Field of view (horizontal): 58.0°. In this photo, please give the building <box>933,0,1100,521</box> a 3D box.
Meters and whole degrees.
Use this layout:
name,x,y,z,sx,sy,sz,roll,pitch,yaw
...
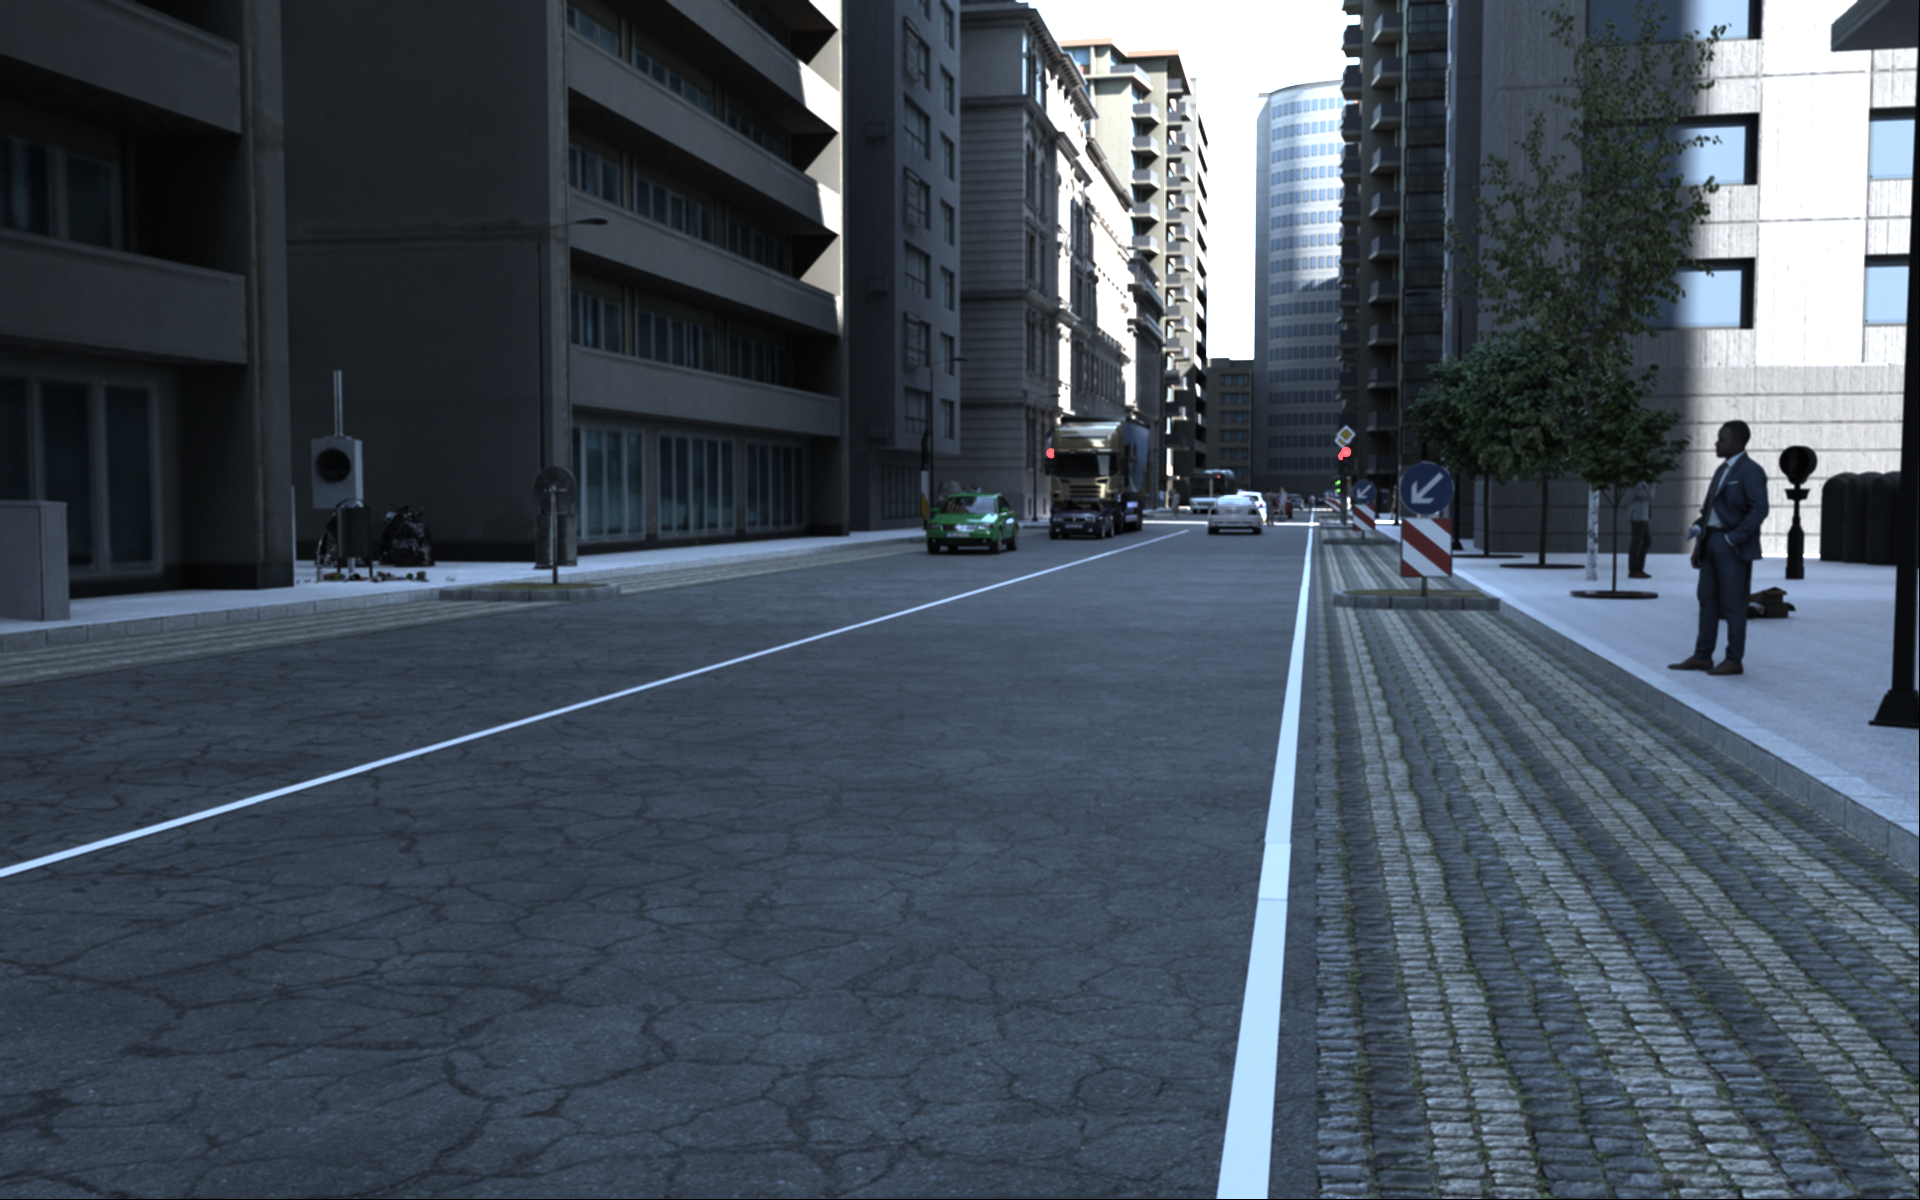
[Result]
name,x,y,z,sx,sy,sz,roll,pitch,yaw
building,-0.846,-18.671,92.655,14.401,28.519,23.554,1,4,12

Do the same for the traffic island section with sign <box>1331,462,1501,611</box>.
name,x,y,z,sx,sy,sz,roll,pitch,yaw
traffic island section with sign,5.828,-0.833,22.250,1.989,1.847,2.006,1,4,12

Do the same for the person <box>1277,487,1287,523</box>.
name,x,y,z,sx,sy,sz,roll,pitch,yaw
person,16.204,-4.795,86.994,0.391,1.810,0.635,-2,4,-27

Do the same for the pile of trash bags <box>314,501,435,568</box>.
name,x,y,z,sx,sy,sz,roll,pitch,yaw
pile of trash bags,-11.119,-1.288,30.817,3.447,1.369,1.912,-1,4,-13

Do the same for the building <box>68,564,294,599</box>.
name,x,y,z,sx,sy,sz,roll,pitch,yaw
building,-21.758,-23.893,14.360,21.300,48.544,21.600,1,4,12

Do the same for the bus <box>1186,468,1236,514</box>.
name,x,y,z,sx,sy,sz,roll,pitch,yaw
bus,18.955,-8.258,129.880,2.948,3.499,13.247,1,4,13

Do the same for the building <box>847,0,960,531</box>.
name,x,y,z,sx,sy,sz,roll,pitch,yaw
building,-7.578,-23.393,66.065,14.086,41.232,14.154,1,4,12

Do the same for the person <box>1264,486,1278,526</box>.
name,x,y,z,sx,sy,sz,roll,pitch,yaw
person,14.140,-4.255,78.424,0.532,1.782,0.716,-3,5,-42

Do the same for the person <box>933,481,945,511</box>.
name,x,y,z,sx,sy,sz,roll,pitch,yaw
person,-0.656,-3.416,62.480,0.593,1.750,0.643,1,4,16

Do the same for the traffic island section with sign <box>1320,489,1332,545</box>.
name,x,y,z,sx,sy,sz,roll,pitch,yaw
traffic island section with sign,11.350,-2.484,49.246,1.989,1.847,2.006,1,4,12

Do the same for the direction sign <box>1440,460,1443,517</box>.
name,x,y,z,sx,sy,sz,roll,pitch,yaw
direction sign,25.562,-6.090,91.567,0.876,3.537,0.379,-2,4,-24

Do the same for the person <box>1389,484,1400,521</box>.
name,x,y,z,sx,sy,sz,roll,pitch,yaw
person,20.861,-4.688,83.026,0.374,1.781,0.599,-1,4,-21

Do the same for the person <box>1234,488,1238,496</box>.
name,x,y,z,sx,sy,sz,roll,pitch,yaw
person,15.487,-5.397,97.296,0.362,1.759,0.519,1,4,16

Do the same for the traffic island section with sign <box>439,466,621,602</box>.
name,x,y,z,sx,sy,sz,roll,pitch,yaw
traffic island section with sign,-5.801,-0.933,23.878,1.989,1.847,2.006,1,4,12

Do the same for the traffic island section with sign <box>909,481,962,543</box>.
name,x,y,z,sx,sy,sz,roll,pitch,yaw
traffic island section with sign,-0.315,-2.573,50.696,1.989,1.847,2.006,1,4,12

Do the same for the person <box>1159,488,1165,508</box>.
name,x,y,z,sx,sy,sz,roll,pitch,yaw
person,18.021,-9.076,154.697,0.793,1.790,0.793,2,4,34

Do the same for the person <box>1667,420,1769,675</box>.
name,x,y,z,sx,sy,sz,roll,pitch,yaw
person,5.467,-0.375,12.363,0.419,1.800,0.721,-1,4,-12

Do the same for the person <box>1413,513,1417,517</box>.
name,x,y,z,sx,sy,sz,roll,pitch,yaw
person,18.086,-3.791,68.122,0.850,1.850,0.679,3,4,37

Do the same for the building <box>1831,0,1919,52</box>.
name,x,y,z,sx,sy,sz,roll,pitch,yaw
building,21.211,-25.436,5.119,28.713,52.752,27.495,1,4,12

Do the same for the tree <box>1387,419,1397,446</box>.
name,x,y,z,sx,sy,sz,roll,pitch,yaw
tree,29.569,-9.798,110.556,4.360,8.622,3.978,0,3,0

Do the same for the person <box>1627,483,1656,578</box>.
name,x,y,z,sx,sy,sz,roll,pitch,yaw
person,10.393,-1.235,26.423,0.473,1.802,0.592,2,4,33

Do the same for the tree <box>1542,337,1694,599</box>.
name,x,y,z,sx,sy,sz,roll,pitch,yaw
tree,8.154,-1.639,21.405,1.663,3.219,1.824,0,3,0

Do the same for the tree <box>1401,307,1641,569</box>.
name,x,y,z,sx,sy,sz,roll,pitch,yaw
tree,10.150,-2.848,30.275,4.285,4.588,4.351,0,3,0

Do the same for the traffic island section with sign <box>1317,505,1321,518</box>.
name,x,y,z,sx,sy,sz,roll,pitch,yaw
traffic island section with sign,22.245,-5.740,102.482,1.989,1.847,2.006,1,4,12

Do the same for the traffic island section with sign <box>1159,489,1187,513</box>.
name,x,y,z,sx,sy,sz,roll,pitch,yaw
traffic island section with sign,16.124,-7.485,131.004,1.989,1.847,2.006,1,4,12

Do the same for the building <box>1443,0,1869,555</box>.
name,x,y,z,sx,sy,sz,roll,pitch,yaw
building,24.658,-30.926,47.642,21.231,58.520,28.212,1,4,12

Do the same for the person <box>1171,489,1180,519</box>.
name,x,y,z,sx,sy,sz,roll,pitch,yaw
person,12.327,-5.495,99.097,0.466,1.731,0.760,0,4,4

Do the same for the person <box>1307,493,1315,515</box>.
name,x,y,z,sx,sy,sz,roll,pitch,yaw
person,24.211,-6.628,119.469,0.503,1.515,0.523,-1,4,-14

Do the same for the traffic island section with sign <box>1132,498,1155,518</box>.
name,x,y,z,sx,sy,sz,roll,pitch,yaw
traffic island section with sign,10.717,-5.870,104.595,1.989,1.847,2.006,1,4,12

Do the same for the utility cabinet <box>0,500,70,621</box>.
name,x,y,z,sx,sy,sz,roll,pitch,yaw
utility cabinet,-9.544,-0.407,17.812,1.020,1.237,0.306,3,4,37

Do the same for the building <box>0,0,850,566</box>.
name,x,y,z,sx,sy,sz,roll,pitch,yaw
building,-15.914,-25.665,43.324,21.300,48.544,21.600,1,4,12

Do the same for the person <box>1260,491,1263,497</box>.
name,x,y,z,sx,sy,sz,roll,pitch,yaw
person,33.910,-11.375,195.145,0.551,1.740,0.621,-1,4,-9

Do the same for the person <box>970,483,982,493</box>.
name,x,y,z,sx,sy,sz,roll,pitch,yaw
person,0.794,-4.551,80.709,0.793,1.790,0.793,-3,4,-36

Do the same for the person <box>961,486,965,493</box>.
name,x,y,z,sx,sy,sz,roll,pitch,yaw
person,0.067,-3.481,64.764,0.589,1.601,0.330,0,4,5

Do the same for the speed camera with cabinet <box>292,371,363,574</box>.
name,x,y,z,sx,sy,sz,roll,pitch,yaw
speed camera with cabinet,-10.628,-2.033,27.579,2.038,3.252,0.660,0,4,-8

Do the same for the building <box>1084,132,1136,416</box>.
name,x,y,z,sx,sy,sz,roll,pitch,yaw
building,4.319,-19.521,116.424,12.463,27.353,25.104,1,4,12

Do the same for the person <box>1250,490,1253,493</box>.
name,x,y,z,sx,sy,sz,roll,pitch,yaw
person,22.405,-7.583,132.873,0.834,1.777,0.661,-1,4,-15

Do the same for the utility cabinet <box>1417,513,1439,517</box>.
name,x,y,z,sx,sy,sz,roll,pitch,yaw
utility cabinet,22.022,-4.304,81.536,1.020,1.237,0.306,1,4,9

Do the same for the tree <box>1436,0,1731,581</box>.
name,x,y,z,sx,sy,sz,roll,pitch,yaw
tree,9.382,-4.609,25.718,4.737,8.622,4.395,0,3,0
